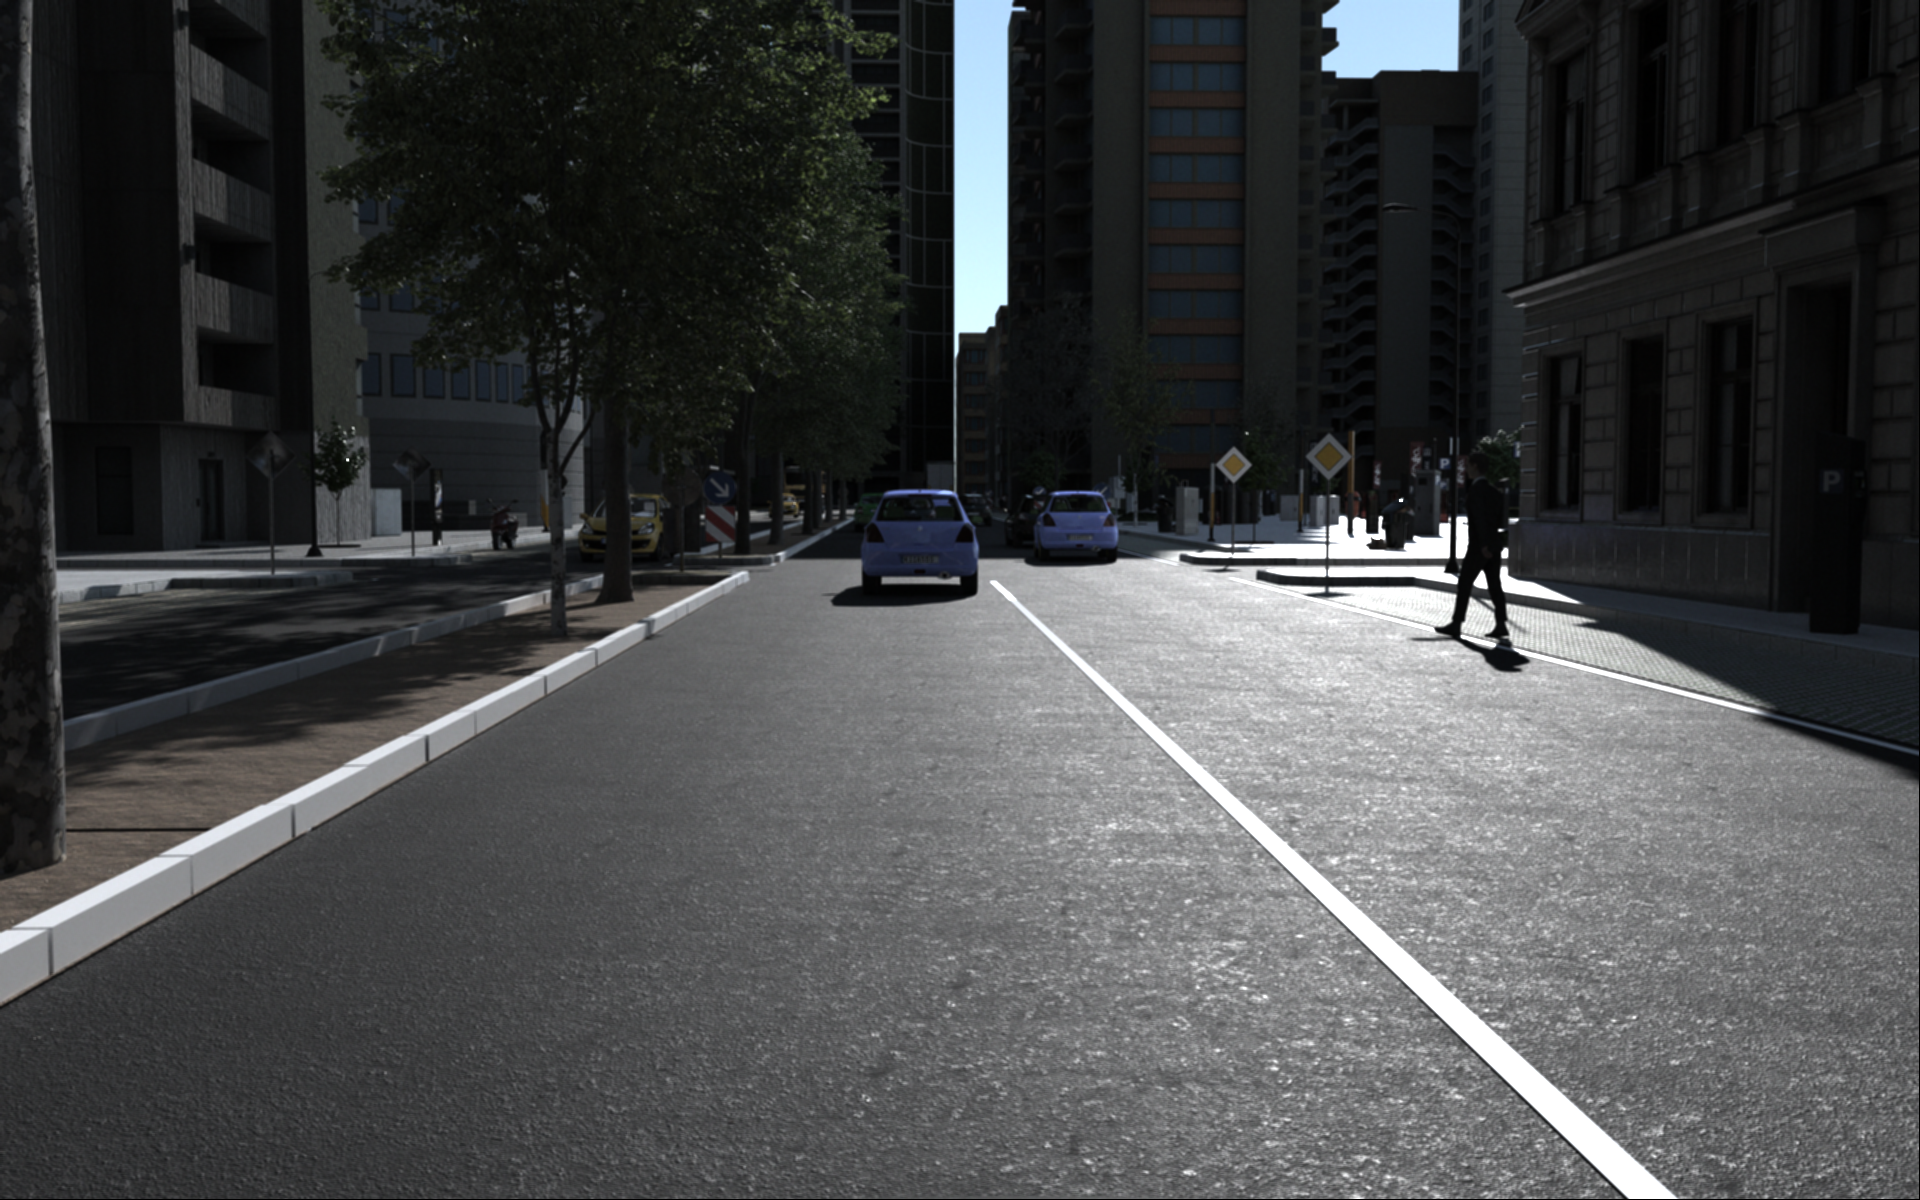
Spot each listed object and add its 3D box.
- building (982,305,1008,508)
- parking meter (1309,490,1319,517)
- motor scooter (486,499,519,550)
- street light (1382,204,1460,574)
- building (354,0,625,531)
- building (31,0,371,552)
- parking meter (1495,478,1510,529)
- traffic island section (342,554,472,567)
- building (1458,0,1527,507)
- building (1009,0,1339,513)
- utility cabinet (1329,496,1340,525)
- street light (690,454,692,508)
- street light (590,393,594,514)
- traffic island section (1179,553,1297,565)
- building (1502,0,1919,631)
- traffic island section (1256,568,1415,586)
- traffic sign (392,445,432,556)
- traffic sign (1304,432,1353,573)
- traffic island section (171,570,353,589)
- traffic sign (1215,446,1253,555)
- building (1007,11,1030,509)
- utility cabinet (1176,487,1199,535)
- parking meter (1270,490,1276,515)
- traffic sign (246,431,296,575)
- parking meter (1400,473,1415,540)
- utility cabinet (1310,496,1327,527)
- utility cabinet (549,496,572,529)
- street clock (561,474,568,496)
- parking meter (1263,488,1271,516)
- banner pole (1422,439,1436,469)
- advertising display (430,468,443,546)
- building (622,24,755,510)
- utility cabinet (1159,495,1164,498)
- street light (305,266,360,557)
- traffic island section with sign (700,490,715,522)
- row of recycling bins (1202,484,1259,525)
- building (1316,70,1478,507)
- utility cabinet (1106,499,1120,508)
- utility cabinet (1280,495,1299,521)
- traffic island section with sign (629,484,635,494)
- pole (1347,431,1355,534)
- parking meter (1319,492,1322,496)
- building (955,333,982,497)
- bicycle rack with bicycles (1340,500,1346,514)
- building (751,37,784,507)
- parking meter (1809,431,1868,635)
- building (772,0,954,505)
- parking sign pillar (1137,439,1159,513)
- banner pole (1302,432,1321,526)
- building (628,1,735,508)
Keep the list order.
[{"bbox_3d":[16.989,-20.096,173.608,27.650,21.520,28.899,0,4,-2],"label":"building"},{"bbox_3d":[19.424,-5.481,95.330,0.255,1.863,0.399,2,4,35],"label":"parking meter"},{"bbox_3d":[-11.716,-1.942,44.526,0.815,1.314,1.986,0,4,-1],"label":"motor scooter"},{"bbox_3d":[7.457,-3.387,27.926,1.470,5.913,1.316,0,4,-2],"label":"street light"},{"bbox_3d":[-26.639,-32.334,70.664,21.231,58.520,28.212,0,4,-2],"label":"building"},{"bbox_3d":[-23.433,-16.471,40.995,14.160,30.474,14.107,0,4,-2],"label":"building"},{"bbox_3d":[20.013,-3.551,63.770,0.399,1.863,0.255,-3,4,-37],"label":"parking meter"},{"bbox_3d":[-11.262,-0.815,35.610,2.009,0.180,2.903,0,4,-2],"label":"traffic island section"},{"bbox_3d":[61.734,-45.250,178.091,20.611,71.187,20.563,0,4,-2],"label":"building"},{"bbox_3d":[15.287,-29.019,129.089,22.147,44.769,28.867,0,4,-2],"label":"building"},{"bbox_3d":[15.464,-3.772,72.830,1.020,1.237,0.306,-1,4,-20],"label":"utility cabinet"},{"bbox_3d":[-15.015,-7.805,100.151,1.470,5.913,1.316,0,4,-2],"label":"street light"},{"bbox_3d":[-13.915,-5.836,67.952,1.470,5.913,1.316,0,4,-2],"label":"street light"},{"bbox_3d":[5.720,-0.851,36.197,2.009,0.180,2.903,0,4,-2],"label":"traffic island section"},{"bbox_3d":[13.607,-9.362,17.705,10.561,19.102,19.286,0,4,-2],"label":"building"},{"bbox_3d":[5.999,-0.363,28.217,2.009,0.180,2.903,0,4,-2],"label":"traffic island section"},{"bbox_3d":[-11.238,-1.951,35.549,0.795,2.450,0.064,0,4,-2],"label":"traffic sign"},{"bbox_3d":[5.975,-1.498,28.139,0.795,2.450,0.064,0,4,-2],"label":"traffic sign"},{"bbox_3d":[-10.983,-0.327,27.630,2.009,0.180,2.903,0,4,-2],"label":"traffic island section"},{"bbox_3d":[5.696,-1.986,36.119,0.795,2.450,0.064,0,4,-2],"label":"traffic sign"},{"bbox_3d":[11.052,-28.593,151.094,14.154,41.232,14.086,0,4,-2],"label":"building"},{"bbox_3d":[7.102,-2.774,54.034,0.318,1.500,1.173,2,4,30],"label":"utility cabinet"},{"bbox_3d":[18.926,-5.896,104.804,0.372,1.533,0.369,0,3,0],"label":"parking meter"},{"bbox_3d":[-10.959,-1.463,27.569,0.795,2.450,0.064,0,4,-2],"label":"traffic sign"},{"bbox_3d":[12.433,-2.595,48.135,0.255,1.863,0.399,3,5,44],"label":"parking meter"},{"bbox_3d":[13.987,-3.469,67.878,0.306,1.237,1.020,2,4,27],"label":"utility cabinet"},{"bbox_3d":[-14.653,-3.202,63.518,0.306,1.237,1.020,2,4,26],"label":"utility cabinet"},{"bbox_3d":[-14.221,-3.492,61.666,0.471,2.002,0.358,0,4,4],"label":"street clock"},{"bbox_3d":[18.083,-5.889,101.998,0.399,1.863,0.255,-1,4,-22],"label":"parking meter"},{"bbox_3d":[21.404,-5.436,78.903,0.401,3.779,0.863,-3,5,-44],"label":"banner pole"},{"bbox_3d":[-13.124,-2.338,43.435,0.123,1.923,0.974,0,4,-6],"label":"advertising display"},{"bbox_3d":[-24.731,-30.241,144.545,14.600,45.320,14.200,0,4,-2],"label":"building"},{"bbox_3d":[10.637,-5.095,94.471,1.020,1.237,0.306,2,4,35],"label":"utility cabinet"},{"bbox_3d":[-12.683,-3.840,35.319,1.470,5.913,1.316,0,4,-2],"label":"street light"},{"bbox_3d":[-12.771,-4.863,88.140,1.989,1.847,2.006,0,4,-2],"label":"traffic island section with sign"},{"bbox_3d":[11.663,-4.107,74.267,1.069,1.692,3.534,3,5,44],"label":"row of recycling bins"},{"bbox_3d":[44.255,-32.452,180.707,14.200,45.320,14.600,0,4,-2],"label":"building"},{"bbox_3d":[9.613,-6.158,109.369,1.173,1.500,0.318,-3,5,-41],"label":"utility cabinet"},{"bbox_3d":[15.781,-4.366,82.550,1.020,1.237,0.306,1,4,8],"label":"utility cabinet"},{"bbox_3d":[-11.837,-3.215,61.201,1.989,1.847,2.006,0,4,-2],"label":"traffic island section with sign"},{"bbox_3d":[12.622,-3.798,55.939,0.158,3.312,0.155,0,3,0],"label":"pole"},{"bbox_3d":[22.385,-6.241,107.755,0.255,1.863,0.399,2,4,23],"label":"parking meter"},{"bbox_3d":[14.307,-22.256,208.921,28.899,21.520,27.650,0,4,-2],"label":"building"},{"bbox_3d":[23.852,-5.911,110.023,2.925,0.926,2.852,-3,4,-39],"label":"bicycle rack with bicycles"},{"bbox_3d":[-29.170,-33.714,174.919,21.600,48.544,21.300,0,4,-2],"label":"building"},{"bbox_3d":[8.076,-0.624,15.920,0.255,1.863,0.399,-2,4,-35],"label":"parking meter"},{"bbox_3d":[-10.946,-46.764,202.845,20.611,71.187,20.563,0,4,-2],"label":"building"},{"bbox_3d":[9.325,-5.973,86.124,1.447,3.967,1.447,-2,4,-33],"label":"parking sign pillar"},{"bbox_3d":[14.194,-4.893,70.019,0.863,3.779,0.401,2,4,30],"label":"banner pole"},{"bbox_3d":[-30.841,-32.643,122.947,28.713,52.752,27.495,0,4,-2],"label":"building"}]
